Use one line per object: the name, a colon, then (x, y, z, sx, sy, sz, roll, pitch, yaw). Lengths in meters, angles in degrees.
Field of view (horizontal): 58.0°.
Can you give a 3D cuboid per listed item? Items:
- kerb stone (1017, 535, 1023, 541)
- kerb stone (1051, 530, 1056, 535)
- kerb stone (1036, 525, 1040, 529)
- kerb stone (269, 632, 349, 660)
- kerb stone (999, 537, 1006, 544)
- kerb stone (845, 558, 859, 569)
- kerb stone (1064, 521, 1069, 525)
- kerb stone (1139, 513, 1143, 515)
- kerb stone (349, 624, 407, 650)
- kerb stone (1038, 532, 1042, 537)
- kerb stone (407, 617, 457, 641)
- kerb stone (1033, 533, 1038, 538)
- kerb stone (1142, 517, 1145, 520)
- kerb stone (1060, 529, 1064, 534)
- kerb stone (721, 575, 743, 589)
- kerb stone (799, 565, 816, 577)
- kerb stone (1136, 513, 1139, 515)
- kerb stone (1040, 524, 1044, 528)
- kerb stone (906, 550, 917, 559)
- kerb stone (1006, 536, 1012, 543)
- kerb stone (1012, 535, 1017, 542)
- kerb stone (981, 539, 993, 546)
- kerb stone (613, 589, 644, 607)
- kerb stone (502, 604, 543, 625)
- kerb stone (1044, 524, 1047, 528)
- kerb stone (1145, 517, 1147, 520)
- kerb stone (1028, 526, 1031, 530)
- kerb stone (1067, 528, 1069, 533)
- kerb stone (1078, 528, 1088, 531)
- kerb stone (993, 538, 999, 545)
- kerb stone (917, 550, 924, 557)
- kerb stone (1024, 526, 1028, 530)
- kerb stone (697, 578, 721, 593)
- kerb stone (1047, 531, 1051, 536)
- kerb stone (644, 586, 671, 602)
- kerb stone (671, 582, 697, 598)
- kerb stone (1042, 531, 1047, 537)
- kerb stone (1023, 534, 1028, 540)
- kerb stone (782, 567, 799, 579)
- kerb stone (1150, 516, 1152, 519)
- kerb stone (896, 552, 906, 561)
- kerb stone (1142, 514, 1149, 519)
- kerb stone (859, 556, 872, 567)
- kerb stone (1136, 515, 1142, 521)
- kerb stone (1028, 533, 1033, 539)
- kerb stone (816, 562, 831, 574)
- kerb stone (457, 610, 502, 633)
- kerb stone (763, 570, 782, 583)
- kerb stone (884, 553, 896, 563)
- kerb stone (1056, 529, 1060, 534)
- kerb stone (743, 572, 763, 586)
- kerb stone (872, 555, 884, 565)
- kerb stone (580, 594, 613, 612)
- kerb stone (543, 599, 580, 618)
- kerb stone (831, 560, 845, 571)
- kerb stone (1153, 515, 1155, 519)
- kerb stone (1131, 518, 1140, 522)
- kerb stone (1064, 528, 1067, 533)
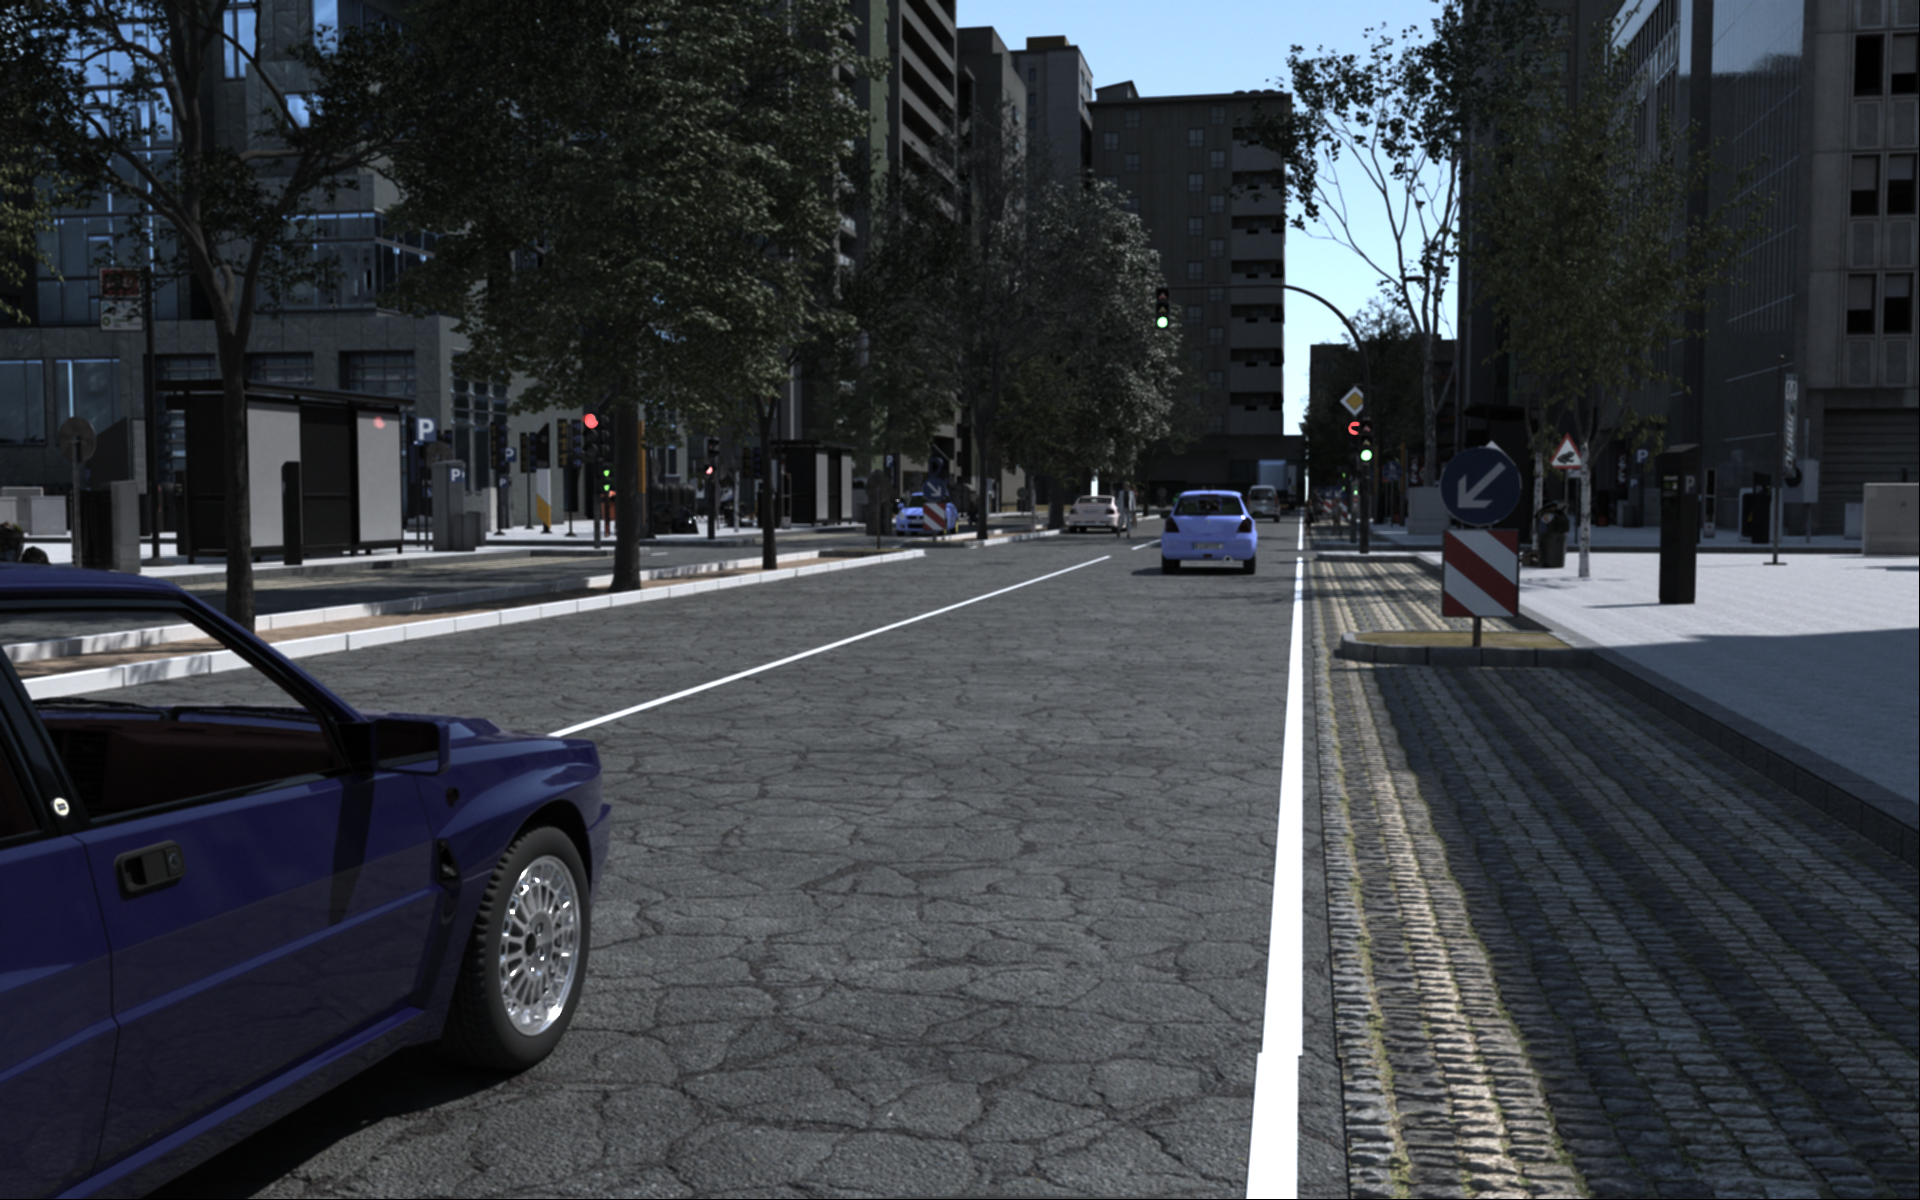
kerb stone: (1.707, -1.892, 53.124, 0.120, 0.150, 1.000, 1, 4, 11)
kerb stone: (3.111, -2.321, 60.185, 0.120, 0.150, 1.000, 1, 4, 11)
kerb stone: (3.023, -2.962, 70.621, 0.120, 0.150, 1.000, 1, 4, 11)
kerb stone: (-5.769, 0.418, 15.357, 0.120, 0.150, 1.000, 1, 4, 11)
kerb stone: (1.104, -1.707, 50.097, 0.120, 0.150, 1.000, 1, 4, 11)
kerb stone: (-2.179, -0.688, 33.448, 0.120, 0.150, 1.000, 1, 4, 11)
kerb stone: (5.010, -3.578, 80.688, 0.120, 0.150, 1.000, 1, 4, 11)
kerb stone: (12.175, -5.788, 116.880, 0.120, 0.150, 1.000, 1, 4, 11)
kerb stone: (-5.555, 0.357, 16.357, 0.120, 0.150, 1.000, 1, 4, 11)
kerb stone: (2.500, -2.139, 57.162, 0.120, 0.150, 1.000, 1, 4, 11)
kerb stone: (-5.361, 0.295, 17.364, 0.120, 0.150, 1.000, 1, 4, 11)
kerb stone: (2.305, -2.074, 56.142, 0.120, 0.150, 1.000, 1, 4, 11)
kerb stone: (9.864, -4.416, 94.395, 0.120, 0.150, 1.000, 1, 4, 11)
kerb stone: (3.500, -2.445, 62.192, 0.120, 0.150, 1.000, 1, 4, 11)
kerb stone: (-3.572, -0.258, 26.417, 0.120, 0.150, 1.000, 1, 4, 11)
kerb stone: (-2.779, -0.496, 30.429, 0.120, 0.150, 1.000, 1, 4, 11)
kerb stone: (11.371, -5.542, 112.855, 0.120, 0.150, 1.000, 1, 4, 11)
kerb stone: (3.223, -3.017, 71.624, 0.120, 0.150, 1.000, 1, 4, 11)
kerb stone: (-1.186, -0.992, 38.470, 0.120, 0.150, 1.000, 1, 4, 11)
kerb stone: (1.308, -1.764, 51.115, 0.120, 0.150, 1.000, 1, 4, 11)
kerb stone: (1.504, -1.829, 52.118, 0.120, 0.150, 1.000, 1, 4, 11)
kerb stone: (0.709, -1.583, 48.089, 0.120, 0.150, 1.000, 1, 4, 11)
kerb stone: (-4.366, -0.012, 22.394, 0.120, 0.150, 1.000, 1, 4, 11)
kerb stone: (-4.963, 0.173, 19.369, 0.120, 0.150, 1.000, 1, 4, 11)
kerb stone: (3.428, -3.084, 72.630, 0.120, 0.150, 1.000, 1, 4, 11)
kerb stone: (10.059, -4.478, 95.408, 0.120, 0.150, 1.000, 1, 4, 11)
kerb stone: (2.627, -2.839, 68.615, 0.120, 0.150, 1.000, 1, 4, 11)
kerb stone: (3.907, -2.570, 64.211, 0.120, 0.150, 1.000, 1, 4, 11)
kerb stone: (4.883, -2.875, 69.241, 0.120, 0.150, 1.000, 1, 4, 11)
kerb stone: (0.903, -1.645, 49.094, 0.120, 0.150, 1.000, 1, 4, 11)
kerb stone: (-0.981, -1.057, 39.476, 0.120, 0.150, 1.000, 1, 4, 11)
kerb stone: (2.433, -2.778, 67.611, 0.120, 0.150, 1.000, 1, 4, 11)
kerb stone: (-3.771, -0.196, 25.411, 0.120, 0.150, 1.000, 1, 4, 11)
kerb stone: (2.902, -2.262, 59.184, 0.120, 0.150, 1.000, 1, 4, 11)
kerb stone: (-4.171, -0.074, 23.403, 0.120, 0.150, 1.000, 1, 4, 11)
kerb stone: (-3.967, -0.135, 24.404, 0.120, 0.150, 1.000, 1, 4, 11)
kerb stone: (2.706, -2.198, 58.164, 0.120, 0.150, 1.000, 1, 4, 11)
kerb stone: (1.902, -1.953, 54.128, 0.120, 0.150, 1.000, 1, 4, 11)
kerb stone: (-2.984, -0.441, 29.428, 0.120, 0.150, 1.000, 1, 4, 11)
kerb stone: (10.661, -4.656, 98.417, 0.120, 0.150, 1.000, 1, 4, 11)
kerb stone: (-1.386, -0.933, 37.466, 0.120, 0.150, 1.000, 1, 4, 11)
kerb stone: (10.263, -4.539, 96.410, 0.120, 0.150, 1.000, 1, 4, 11)
kerb stone: (-1.988, -0.749, 34.452, 0.120, 0.150, 1.000, 1, 4, 11)
kerb stone: (9.476, -4.293, 92.379, 0.120, 0.150, 1.000, 1, 4, 11)
kerb stone: (2.107, -2.015, 55.139, 0.120, 0.150, 1.000, 1, 4, 11)
kerb stone: (-2.582, -0.559, 31.434, 0.120, 0.150, 1.000, 1, 4, 11)
kerb stone: (-5.165, 0.238, 18.367, 0.120, 0.150, 1.000, 1, 4, 11)
kerb stone: (-3.169, -0.381, 28.421, 0.120, 0.150, 1.000, 1, 4, 11)
kerb stone: (-1.585, -0.873, 36.463, 0.120, 0.150, 1.000, 1, 4, 11)
kerb stone: (3.300, -2.383, 61.190, 0.120, 0.150, 1.000, 1, 4, 11)
kerb stone: (-3.373, -0.320, 27.420, 0.120, 0.150, 1.000, 1, 4, 11)
kerb stone: (-1.794, -0.811, 35.463, 0.120, 0.150, 1.000, 1, 4, 11)
kerb stone: (-4.569, 0.051, 21.392, 0.120, 0.150, 1.000, 1, 4, 11)
kerb stone: (-4.769, 0.111, 20.381, 0.120, 0.150, 1.000, 1, 4, 11)
kerb stone: (-2.382, -0.626, 32.436, 0.120, 0.150, 1.000, 1, 4, 11)
kerb stone: (11.060, -4.785, 100.424, 0.120, 0.150, 1.000, 1, 4, 11)
kerb stone: (9.263, -4.231, 91.379, 0.120, 0.150, 1.000, 1, 4, 11)
kerb stone: (3.703, -2.508, 63.209, 0.120, 0.150, 1.000, 1, 4, 11)
